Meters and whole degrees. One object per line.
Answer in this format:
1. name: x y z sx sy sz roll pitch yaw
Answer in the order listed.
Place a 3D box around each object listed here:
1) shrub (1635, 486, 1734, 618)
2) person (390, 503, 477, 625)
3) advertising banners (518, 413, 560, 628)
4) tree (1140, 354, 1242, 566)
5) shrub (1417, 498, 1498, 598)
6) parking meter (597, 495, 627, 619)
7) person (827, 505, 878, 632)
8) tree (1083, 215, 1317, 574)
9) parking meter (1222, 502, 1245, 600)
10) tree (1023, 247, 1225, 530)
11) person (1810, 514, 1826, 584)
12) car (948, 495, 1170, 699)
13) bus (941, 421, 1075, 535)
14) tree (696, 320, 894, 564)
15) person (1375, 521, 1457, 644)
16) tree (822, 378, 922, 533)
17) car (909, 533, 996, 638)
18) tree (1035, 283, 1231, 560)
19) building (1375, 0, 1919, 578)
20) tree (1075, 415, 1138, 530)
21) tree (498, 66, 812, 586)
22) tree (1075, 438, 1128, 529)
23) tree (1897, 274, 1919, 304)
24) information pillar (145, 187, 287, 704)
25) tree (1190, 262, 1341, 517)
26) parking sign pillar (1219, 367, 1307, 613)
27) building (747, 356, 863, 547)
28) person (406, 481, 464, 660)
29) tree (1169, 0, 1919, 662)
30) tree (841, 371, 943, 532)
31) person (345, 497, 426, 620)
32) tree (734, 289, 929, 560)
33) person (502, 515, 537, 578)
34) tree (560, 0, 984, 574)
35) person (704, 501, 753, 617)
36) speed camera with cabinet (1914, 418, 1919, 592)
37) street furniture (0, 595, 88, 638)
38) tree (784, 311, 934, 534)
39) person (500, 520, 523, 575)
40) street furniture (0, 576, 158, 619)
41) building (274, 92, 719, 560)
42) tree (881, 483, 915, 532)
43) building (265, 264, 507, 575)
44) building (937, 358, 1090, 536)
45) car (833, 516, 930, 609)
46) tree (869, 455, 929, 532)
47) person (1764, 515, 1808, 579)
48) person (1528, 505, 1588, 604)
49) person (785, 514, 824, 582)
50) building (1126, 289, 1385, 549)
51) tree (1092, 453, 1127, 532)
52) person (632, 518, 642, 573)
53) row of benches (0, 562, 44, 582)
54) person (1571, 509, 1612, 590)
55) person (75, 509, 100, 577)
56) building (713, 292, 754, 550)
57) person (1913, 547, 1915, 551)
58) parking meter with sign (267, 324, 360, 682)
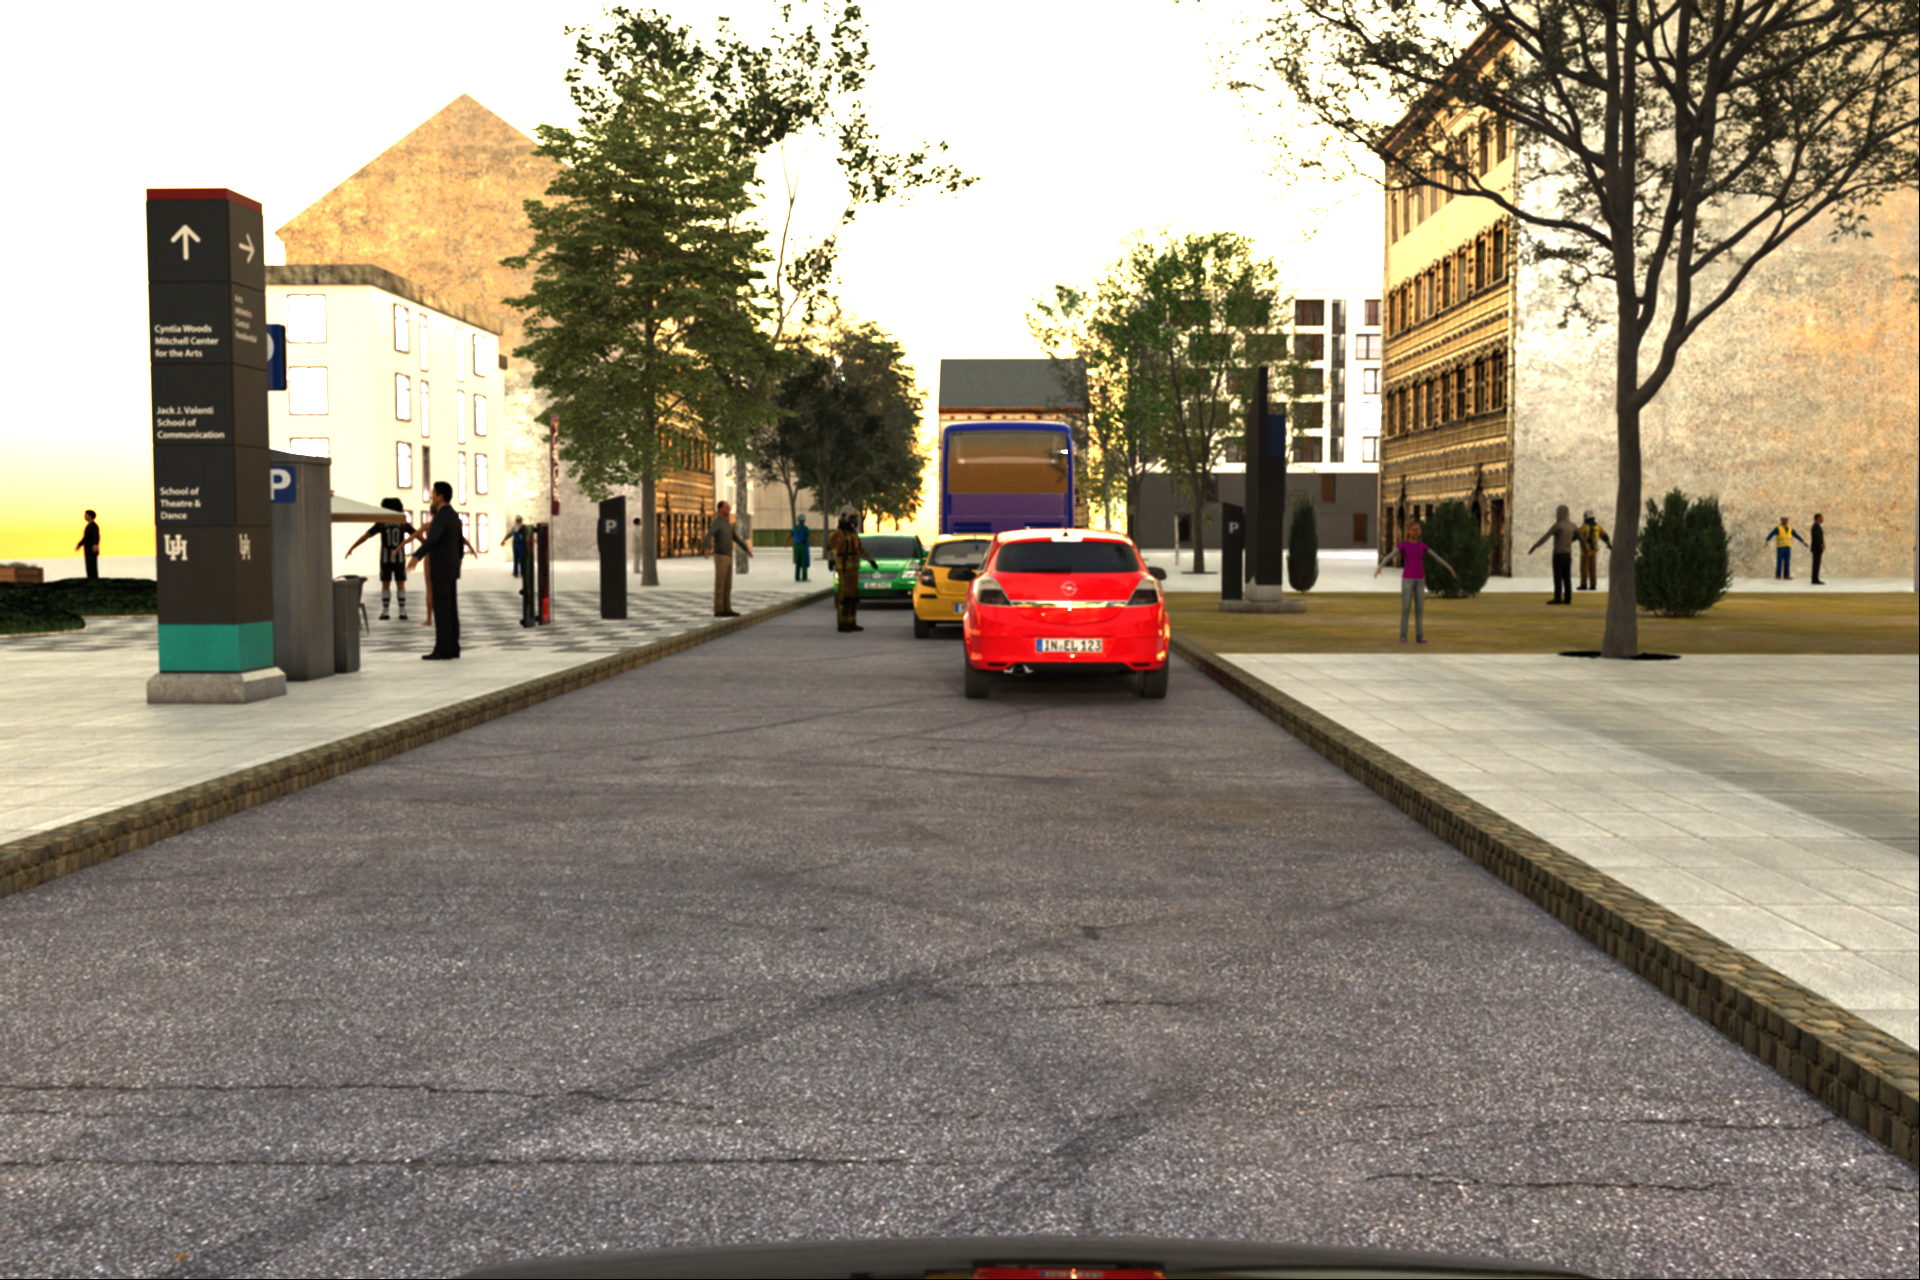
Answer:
1. shrub: 11.108 -1.369 26.804 1.690 2.028 1.600 0 3 0
2. person: -7.402 -1.078 24.422 1.217 1.733 0.721 -2 4 -31
3. advertising banners: -5.913 -1.732 24.513 0.090 3.025 2.074 0 4 2
4. tree: 8.884 -7.280 69.385 4.737 8.622 4.395 0 3 0
5. shrub: 9.900 -1.855 34.749 1.690 2.028 1.600 0 3 0
6. parking meter: -5.267 -1.254 26.215 0.399 1.863 0.255 0 4 0
7. person: -1.622 -1.052 25.430 0.705 1.858 1.354 2 4 26
8. tree: 7.739 -7.961 55.925 9.928 11.665 9.643 0 3 0
9. parking meter: 5.007 -1.591 31.720 0.399 1.863 0.255 0 4 2
10. tree: 11.014 -15.756 113.492 12.611 20.169 13.585 0 3 0
11. person: 21.990 -2.333 44.364 0.704 1.802 1.346 1 4 22
12. car: 0.946 -0.461 16.579 2.155 1.783 4.494 0 4 1
13. bus: 1.047 -2.883 38.681 2.896 3.916 12.251 0 4 1
14. tree: -7.063 -8.566 74.472 8.767 10.594 7.601 -1 4 -8
15. person: 5.319 -0.672 20.251 0.991 1.433 0.599 0 4 -6
16. tree: -6.200 -11.380 111.815 9.928 11.665 9.643 0 3 0
17. car: 0.236 -0.918 25.238 2.015 1.641 3.980 0 4 1
18. tree: 8.637 -10.672 84.860 12.009 13.543 11.850 0 3 0
19. building: 25.582 -13.934 58.758 19.493 23.208 18.063 0 4 2
20. tree: 9.238 -9.432 104.579 4.360 8.622 3.978 0 3 0
21. tree: -7.457 -7.604 42.448 7.486 12.596 7.792 0 3 0
22. tree: 9.838 -10.707 125.425 4.737 8.622 4.395 0 3 0
23. tree: 19.052 -4.973 31.673 4.360 8.622 3.978 0 3 0
24. information pillar: -5.758 -1.465 13.334 0.750 3.857 0.750 0 4 2
25. tree: 8.360 -5.924 47.217 4.360 8.622 3.978 0 3 0
26. parking sign pillar: 5.026 -2.456 28.629 1.447 3.967 1.447 0 4 0
27. building: -20.234 -19.658 187.868 16.747 18.905 31.486 0 4 2
28. person: -5.326 -0.718 17.788 0.704 1.823 1.345 0 4 4
29. tree: 6.968 -6.551 17.476 12.009 13.543 11.850 0 3 0
30. tree: -5.853 -13.160 125.534 12.009 13.543 11.850 0 3 0
31. person: -8.500 -1.211 25.949 1.345 1.843 0.704 -1 4 -22
32. tree: -6.601 -10.755 86.212 12.009 13.543 11.850 0 3 0
33. person: -12.972 -2.763 51.031 1.347 1.847 0.705 1 4 21
34. tree: -5.712 -12.163 54.756 12.611 20.169 13.585 0 3 0
35. person: -3.646 -1.261 26.885 0.705 1.796 1.348 2 4 23
36. speed camera with cabinet: 3.998 -0.698 5.752 0.660 3.252 2.038 0 4 1
37. street furniture: -14.627 -0.218 19.194 5.734 0.657 10.072 1 4 14
38. tree: -6.182 -11.892 101.090 9.857 13.997 8.962 0 3 0
39. person: -13.776 -2.900 53.872 0.721 1.772 1.216 3 5 39
40. street furniture: -15.714 -0.901 30.364 10.072 0.657 5.734 2 4 35
41. building: -24.351 -16.193 95.683 19.493 23.208 18.063 0 4 2
42. tree: -7.536 -15.851 209.532 4.737 8.622 4.395 0 3 0
43. building: -22.491 -7.709 68.187 9.099 9.664 28.070 0 4 1
44. building: 6.539 -23.328 214.805 18.063 23.208 19.493 0 4 1
45. car: -1.482 -1.577 34.578 1.959 1.807 4.718 0 4 2
46. tree: -7.579 -18.251 216.535 7.486 12.596 7.792 0 3 0
47. person: 23.300 -2.629 48.951 1.349 1.833 0.705 -1 4 -9
48. person: 10.980 -1.560 31.640 1.348 1.813 0.705 -2 4 -23
49. person: -4.236 -2.476 46.602 1.347 1.817 0.704 2 4 35
50. building: 29.244 -19.372 160.704 27.936 21.610 32.646 0 4 1
51. tree: 19.869 -18.077 213.686 7.486 12.596 7.792 0 3 0
52. person: -10.518 -3.085 56.630 0.705 1.806 1.347 -1 4 -20
53. row of benches: -22.001 -1.441 39.017 4.104 0.672 1.422 3 4 36
54. person: 14.384 -2.073 39.670 1.354 1.858 0.705 -1 4 -16
55. person: -18.628 -1.889 37.071 0.705 1.806 1.347 -3 5 -42
56. building: -23.114 -17.134 136.566 16.016 20.090 11.380 0 4 1
57. person: 21.662 -2.006 38.571 0.705 1.856 1.354 0 4 4
58. parking meter with sign: -5.853 -1.165 15.304 0.543 3.016 1.738 0 4 2
